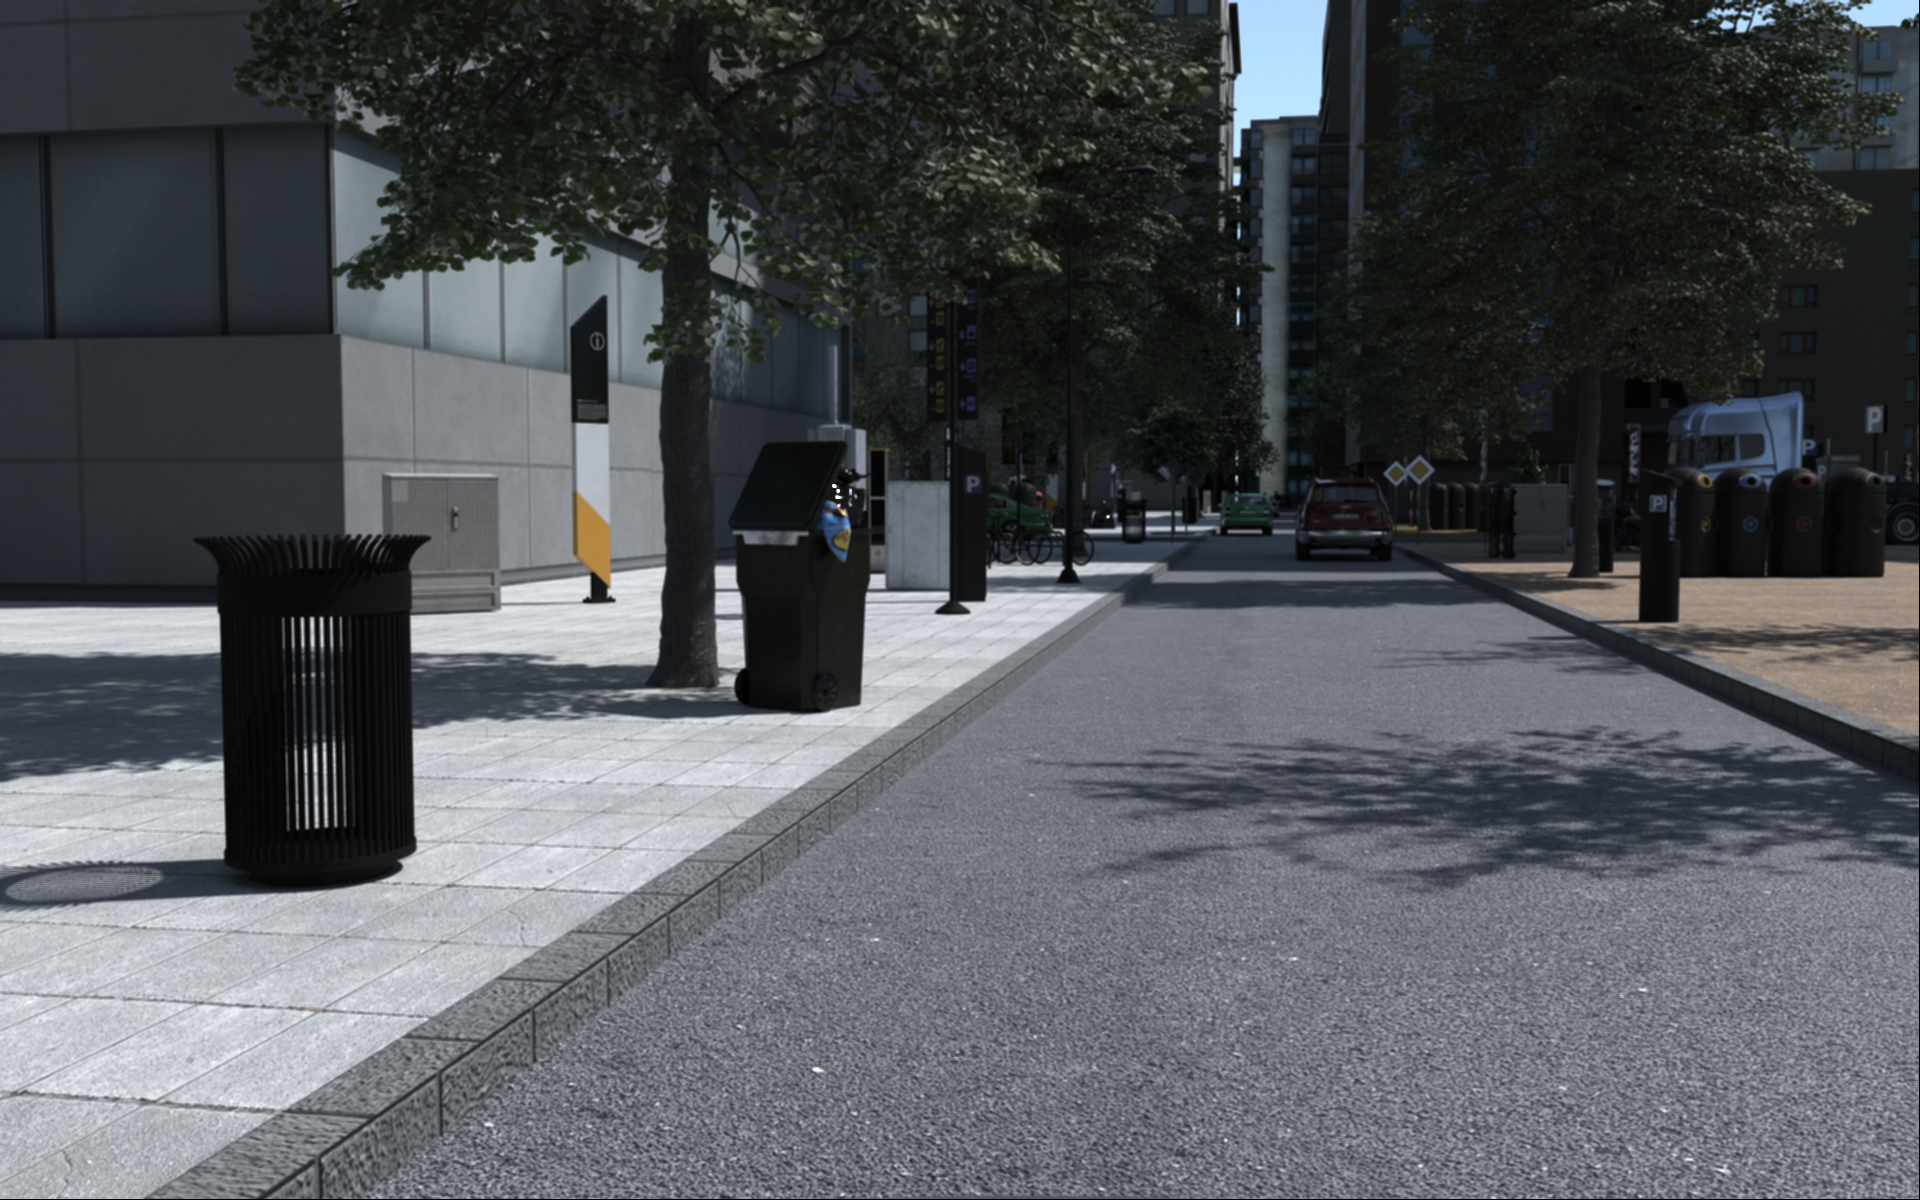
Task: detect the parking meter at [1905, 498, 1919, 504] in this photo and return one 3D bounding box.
[{"bbox_3d":[29.462,-2.764,53.606,0.372,1.533,0.369,0,3,0],"label":"parking meter"}]

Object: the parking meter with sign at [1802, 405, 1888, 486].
[{"bbox_3d":[17.215,-2.311,34.040,1.738,3.016,0.543,0,4,-8],"label":"parking meter with sign"}]

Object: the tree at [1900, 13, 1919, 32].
[{"bbox_3d":[11.048,-4.017,16.042,4.737,8.622,4.395,0,3,0],"label":"tree"}]

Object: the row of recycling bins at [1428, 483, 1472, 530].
[{"bbox_3d":[18.097,-3.396,62.644,3.534,1.692,1.069,-3,4,-38],"label":"row of recycling bins"}]

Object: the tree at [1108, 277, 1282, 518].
[{"bbox_3d":[12.387,-10.689,91.769,9.611,12.733,9.660,0,3,0],"label":"tree"}]

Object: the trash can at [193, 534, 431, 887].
[{"bbox_3d":[-2.164,0.355,5.845,0.748,1.137,0.748,0,3,0],"label":"trash can"}]

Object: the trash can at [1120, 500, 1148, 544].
[{"bbox_3d":[4.513,-2.036,44.945,0.748,1.137,0.748,0,3,0],"label":"trash can"}]

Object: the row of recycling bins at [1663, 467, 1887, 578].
[{"bbox_3d":[12.551,-1.215,26.971,3.534,1.692,1.069,0,4,-2],"label":"row of recycling bins"}]

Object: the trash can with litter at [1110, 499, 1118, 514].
[{"bbox_3d":[10.235,-6.268,113.873,1.055,1.170,0.624,1,4,11],"label":"trash can with litter"}]

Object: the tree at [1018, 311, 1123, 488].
[{"bbox_3d":[4.413,-7.185,67.843,4.360,8.622,3.978,0,3,0],"label":"tree"}]

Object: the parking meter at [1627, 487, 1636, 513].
[{"bbox_3d":[25.845,-3.561,66.639,0.372,1.533,0.369,0,3,0],"label":"parking meter"}]

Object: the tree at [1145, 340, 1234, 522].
[{"bbox_3d":[10.785,-7.936,80.115,4.737,8.622,4.395,0,3,0],"label":"tree"}]

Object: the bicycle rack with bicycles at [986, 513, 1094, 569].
[{"bbox_3d":[0.615,-1.093,31.257,2.852,0.926,2.925,-3,4,-39],"label":"bicycle rack with bicycles"}]

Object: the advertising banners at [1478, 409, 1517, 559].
[{"bbox_3d":[10.836,-2.375,35.021,0.090,3.025,2.074,0,4,-3],"label":"advertising banners"}]

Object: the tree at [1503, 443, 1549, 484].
[{"bbox_3d":[21.388,-4.337,65.515,1.663,3.219,1.824,0,3,0],"label":"tree"}]

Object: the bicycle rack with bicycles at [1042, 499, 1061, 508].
[{"bbox_3d":[5.815,-6.573,120.843,2.852,0.926,2.925,-2,4,-30],"label":"bicycle rack with bicycles"}]

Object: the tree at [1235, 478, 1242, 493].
[{"bbox_3d":[27.252,-10.915,173.059,1.663,3.219,1.824,0,3,0],"label":"tree"}]

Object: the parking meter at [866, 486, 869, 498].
[{"bbox_3d":[-6.635,-7.249,124.233,0.399,1.863,0.255,1,4,13],"label":"parking meter"}]

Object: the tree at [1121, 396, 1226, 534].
[{"bbox_3d":[6.936,-4.391,55.512,4.285,4.588,4.351,0,3,0],"label":"tree"}]

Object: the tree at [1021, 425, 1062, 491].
[{"bbox_3d":[5.146,-10.794,126.836,4.737,8.622,4.395,0,3,0],"label":"tree"}]

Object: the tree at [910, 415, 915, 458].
[{"bbox_3d":[-5.070,-10.443,121.097,4.737,8.622,4.395,0,3,0],"label":"tree"}]

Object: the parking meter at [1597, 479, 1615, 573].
[{"bbox_3d":[10.530,-1.223,28.403,0.372,1.533,0.369,0,3,0],"label":"parking meter"}]

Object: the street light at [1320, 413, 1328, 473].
[{"bbox_3d":[21.232,-7.730,98.924,1.470,5.913,1.316,1,4,10],"label":"street light"}]

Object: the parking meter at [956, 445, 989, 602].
[{"bbox_3d":[0.127,-0.916,20.684,0.399,1.863,0.255,-1,4,-18],"label":"parking meter"}]

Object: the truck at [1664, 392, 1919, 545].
[{"bbox_3d":[27.873,-3.419,45.660,18.799,4.110,2.967,1,4,8],"label":"truck"}]

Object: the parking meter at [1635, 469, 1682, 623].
[{"bbox_3d":[7.039,-0.550,17.405,0.372,1.533,0.369,0,3,0],"label":"parking meter"}]

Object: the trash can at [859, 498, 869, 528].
[{"bbox_3d":[-3.587,-3.250,64.784,0.748,1.137,0.748,0,3,0],"label":"trash can"}]

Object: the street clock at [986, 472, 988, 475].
[{"bbox_3d":[0.469,-2.481,45.137,0.471,2.002,0.358,-1,4,-11],"label":"street clock"}]

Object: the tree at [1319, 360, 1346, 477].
[{"bbox_3d":[28.274,-12.532,130.648,9.928,11.665,9.643,0,3,0],"label":"tree"}]

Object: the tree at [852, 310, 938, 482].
[{"bbox_3d":[-3.594,-7.161,67.438,4.360,8.622,3.978,0,3,0],"label":"tree"}]

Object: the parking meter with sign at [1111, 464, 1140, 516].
[{"bbox_3d":[9.650,-6.390,100.743,1.738,3.016,0.543,-2,4,-30],"label":"parking meter with sign"}]

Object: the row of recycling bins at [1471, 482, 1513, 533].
[{"bbox_3d":[18.116,-3.127,58.243,1.069,1.692,3.534,0,4,8],"label":"row of recycling bins"}]

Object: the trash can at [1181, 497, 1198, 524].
[{"bbox_3d":[9.832,-3.826,74.202,0.748,1.137,0.748,0,3,0],"label":"trash can"}]

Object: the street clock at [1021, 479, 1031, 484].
[{"bbox_3d":[3.123,-4.742,82.100,0.471,2.002,0.358,2,4,33],"label":"street clock"}]

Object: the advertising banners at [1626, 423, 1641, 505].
[{"bbox_3d":[17.318,-2.875,43.195,2.074,3.025,0.090,-2,4,-27],"label":"advertising banners"}]

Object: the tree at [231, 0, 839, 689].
[{"bbox_3d":[-1.717,-5.721,11.658,7.486,12.596,7.792,0,3,0],"label":"tree"}]

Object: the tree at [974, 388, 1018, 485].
[{"bbox_3d":[3.486,-8.814,94.466,4.360,8.622,3.978,0,3,0],"label":"tree"}]

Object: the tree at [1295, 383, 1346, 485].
[{"bbox_3d":[24.765,-10.174,116.701,4.360,8.622,3.978,0,3,0],"label":"tree"}]

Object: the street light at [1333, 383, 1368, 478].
[{"bbox_3d":[16.534,-6.124,72.674,1.470,5.913,1.316,1,4,10],"label":"street light"}]

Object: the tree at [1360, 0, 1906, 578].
[{"bbox_3d":[10.003,-6.603,26.093,7.486,12.596,7.792,0,3,0],"label":"tree"}]

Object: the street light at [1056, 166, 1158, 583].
[{"bbox_3d":[2.100,-3.194,24.761,1.470,5.913,1.316,1,4,10],"label":"street light"}]

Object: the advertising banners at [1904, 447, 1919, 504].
[{"bbox_3d":[35.391,-4.120,63.545,0.090,3.025,2.074,-1,4,-15],"label":"advertising banners"}]

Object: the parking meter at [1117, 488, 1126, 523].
[{"bbox_3d":[7.286,-4.260,78.064,0.372,1.533,0.369,0,3,0],"label":"parking meter"}]

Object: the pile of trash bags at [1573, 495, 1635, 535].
[{"bbox_3d":[19.862,-2.691,53.758,1.912,1.369,3.447,3,4,37],"label":"pile of trash bags"}]

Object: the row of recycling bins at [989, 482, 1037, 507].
[{"bbox_3d":[0.927,-3.250,60.254,3.534,1.692,1.069,-1,4,-10],"label":"row of recycling bins"}]

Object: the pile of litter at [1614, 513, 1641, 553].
[{"bbox_3d":[14.741,-1.458,37.796,1.719,0.858,1.176,2,4,30],"label":"pile of litter"}]

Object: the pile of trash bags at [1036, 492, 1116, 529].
[{"bbox_3d":[3.933,-3.301,63.720,3.447,1.369,1.912,-2,4,-32],"label":"pile of trash bags"}]

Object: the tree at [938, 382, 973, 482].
[{"bbox_3d":[-2.460,-8.036,81.755,4.360,8.622,3.978,0,3,0],"label":"tree"}]

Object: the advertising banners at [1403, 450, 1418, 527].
[{"bbox_3d":[17.868,-4.417,68.405,0.090,3.025,2.074,0,4,-6],"label":"advertising banners"}]

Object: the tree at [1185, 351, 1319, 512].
[{"bbox_3d":[17.908,-11.975,121.542,9.928,11.665,9.643,0,3,0],"label":"tree"}]

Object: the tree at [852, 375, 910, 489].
[{"bbox_3d":[-6.444,-9.878,111.862,4.737,8.622,4.395,0,3,0],"label":"tree"}]
